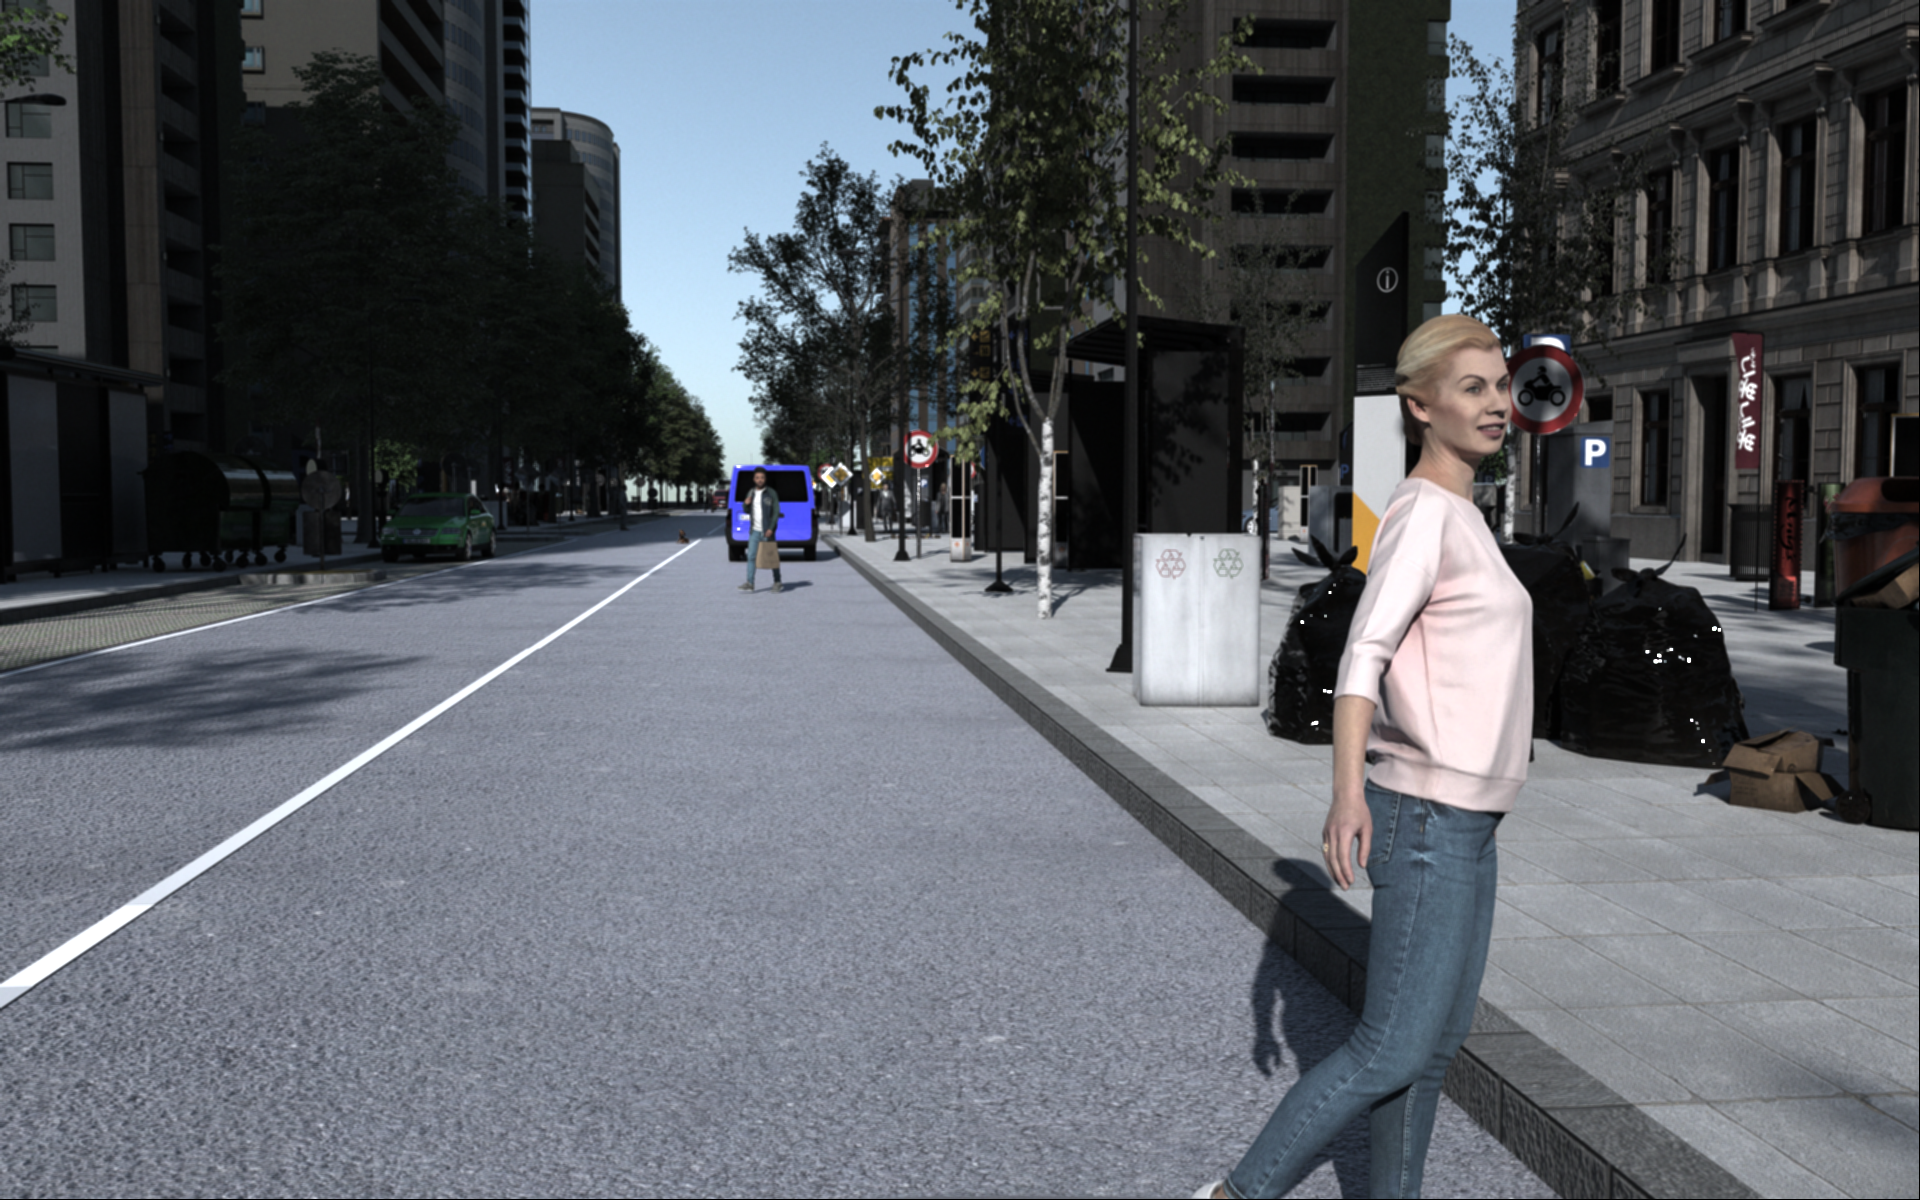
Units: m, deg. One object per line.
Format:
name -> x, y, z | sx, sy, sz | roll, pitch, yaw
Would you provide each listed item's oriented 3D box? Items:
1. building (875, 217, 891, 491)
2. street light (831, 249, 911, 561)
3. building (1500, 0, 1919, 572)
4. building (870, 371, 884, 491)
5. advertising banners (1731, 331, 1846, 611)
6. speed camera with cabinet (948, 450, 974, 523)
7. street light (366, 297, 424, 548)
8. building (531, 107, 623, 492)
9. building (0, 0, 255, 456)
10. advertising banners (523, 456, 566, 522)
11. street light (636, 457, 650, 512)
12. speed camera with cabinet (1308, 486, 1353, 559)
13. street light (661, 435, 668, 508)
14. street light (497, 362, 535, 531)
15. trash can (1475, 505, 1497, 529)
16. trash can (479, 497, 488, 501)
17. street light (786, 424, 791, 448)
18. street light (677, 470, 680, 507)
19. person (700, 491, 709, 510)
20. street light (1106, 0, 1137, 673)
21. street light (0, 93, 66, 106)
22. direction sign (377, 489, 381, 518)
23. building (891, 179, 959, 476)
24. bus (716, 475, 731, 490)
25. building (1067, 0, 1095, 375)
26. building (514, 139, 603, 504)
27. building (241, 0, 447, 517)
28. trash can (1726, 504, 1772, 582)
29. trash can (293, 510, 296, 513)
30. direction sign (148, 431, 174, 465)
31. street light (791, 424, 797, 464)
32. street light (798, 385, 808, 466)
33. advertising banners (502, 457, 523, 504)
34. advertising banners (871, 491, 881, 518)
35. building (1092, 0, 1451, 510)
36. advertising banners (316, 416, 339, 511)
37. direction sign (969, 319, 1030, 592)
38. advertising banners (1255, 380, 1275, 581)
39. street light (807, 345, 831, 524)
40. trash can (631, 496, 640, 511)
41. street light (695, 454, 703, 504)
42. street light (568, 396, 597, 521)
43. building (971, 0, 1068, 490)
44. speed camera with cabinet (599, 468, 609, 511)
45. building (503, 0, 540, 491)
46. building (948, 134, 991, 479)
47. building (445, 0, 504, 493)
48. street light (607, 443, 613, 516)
building -> -1.767, -37.515, 267.994 | 22.147, 44.769, 28.867 | 0, 4, -6
street light -> -1.653, -3.702, 33.074 | 1.470, 5.913, 1.316 | 0, 4, -6
building -> 18.456, -10.234, 31.951 | 10.561, 19.102, 19.286 | 0, 4, -6
building -> -8.237, -31.729, 290.471 | 14.160, 30.474, 14.107 | 0, 4, -6
advertising banners -> 9.168, -1.403, 19.124 | 2.074, 3.025, 0.090 | -2, 4, -28
speed camera with cabinet -> 0.494, -5.074, 77.295 | 2.038, 3.252, 0.660 | 2, 4, 33
street light -> -13.349, -4.183, 40.940 | 1.470, 5.913, 1.316 | 0, 4, -6
building -> -63.378, -44.157, 263.969 | 21.231, 58.520, 28.212 | 0, 4, -6
building -> -41.519, -18.761, 78.446 | 14.160, 30.474, 14.107 | 0, 4, -6
advertising banners -> -19.263, -5.164, 80.612 | 2.074, 3.025, 0.090 | 1, 4, 15
street light -> -22.474, -9.247, 123.722 | 1.470, 5.913, 1.316 | 0, 4, -6
speed camera with cabinet -> 7.882, -2.469, 34.697 | 2.038, 3.252, 0.660 | -3, 4, -37
street light -> -23.978, -10.033, 136.573 | 1.470, 5.913, 1.316 | 0, 4, -6
street light -> -15.642, -5.407, 60.941 | 1.470, 5.913, 1.316 | 0, 4, -6
trash can -> 6.256, -0.600, 21.465 | 0.748, 1.137, 0.748 | 0, 3, 0
trash can -> -21.388, -4.105, 78.771 | 0.748, 1.137, 0.748 | 0, 3, 0
street light -> -10.671, -8.715, 115.026 | 1.470, 5.913, 1.316 | 0, 4, -6
street light -> -26.117, -11.306, 157.388 | 1.470, 5.913, 1.316 | 0, 4, -6
person -> -22.959, -9.053, 157.227 | 1.217, 1.735, 0.721 | 0, 4, 6
street light -> 0.691, -2.434, 12.339 | 1.470, 5.913, 1.316 | 0, 4, -6
street light -> -11.072, -2.915, 20.197 | 1.470, 5.913, 1.316 | 0, 4, -6
direction sign -> -31.087, -6.165, 92.789 | 0.379, 3.537, 0.876 | -2, 4, -30
building -> -2.440, -36.460, 246.233 | 14.600, 45.320, 14.200 | 0, 4, -6
bus -> -25.610, -12.211, 194.516 | 2.948, 3.499, 13.247 | 0, 4, -5
building -> 14.435, -27.704, 103.065 | 14.600, 45.320, 14.200 | 0, 4, -6
building -> -61.461, -37.662, 239.475 | 21.300, 48.544, 21.600 | 0, 4, -6
building -> -44.401, -29.532, 106.547 | 21.300, 48.544, 21.600 | 0, 4, -6
trash can -> 11.618, -0.839, 25.367 | 0.748, 1.137, 0.748 | 0, 3, 0
trash can -> -19.163, -2.297, 49.208 | 0.748, 1.137, 0.748 | 0, 3, 0
direction sign -> -28.714, -4.297, 62.254 | 0.876, 3.537, 0.379 | -1, 4, -17
street light -> -8.270, -7.419, 93.839 | 1.470, 5.913, 1.316 | 0, 4, -6
street light -> -5.967, -6.150, 73.100 | 1.470, 5.913, 1.316 | 0, 4, -6
advertising banners -> -20.557, -5.238, 81.834 | 2.074, 3.025, 0.090 | -1, 4, -20
advertising banners -> -3.803, -6.164, 96.962 | 2.074, 3.025, 0.090 | -1, 4, -17
building -> 14.582, -19.157, 84.922 | 14.107, 30.474, 14.160 | 0, 4, -6
advertising banners -> -14.001, -2.576, 38.306 | 0.090, 3.025, 2.074 | -2, 4, -31
direction sign -> 0.513, -1.880, 22.740 | 0.876, 3.537, 0.379 | 2, 4, 27
advertising banners -> 4.614, -1.829, 26.091 | 0.090, 3.025, 2.074 | 1, 4, 16
street light -> -3.902, -4.972, 53.832 | 1.470, 5.913, 1.316 | 0, 4, -6
trash can -> -24.367, -7.252, 130.228 | 0.748, 1.137, 0.748 | 0, 3, 0
street light -> -30.652, -13.843, 198.876 | 1.470, 5.913, 1.316 | 0, 4, -6
street light -> -17.904, -6.702, 82.118 | 1.470, 5.913, 1.316 | 0, 4, -6
building -> 11.516, -42.154, 127.466 | 20.563, 71.187, 20.611 | 0, 4, -6
speed camera with cabinet -> -26.754, -8.413, 131.890 | 2.038, 3.252, 0.660 | 2, 4, 26
building -> -54.353, -52.731, 174.826 | 22.319, 86.520, 31.000 | 0, 4, -6
building -> 12.772, -30.404, 188.990 | 32.217, 40.220, 23.993 | 0, 4, -6
building -> -51.027, -36.913, 145.530 | 21.231, 58.520, 28.212 | 0, 4, -6
street light -> -20.295, -7.977, 102.969 | 1.470, 5.913, 1.316 | 0, 4, -6
